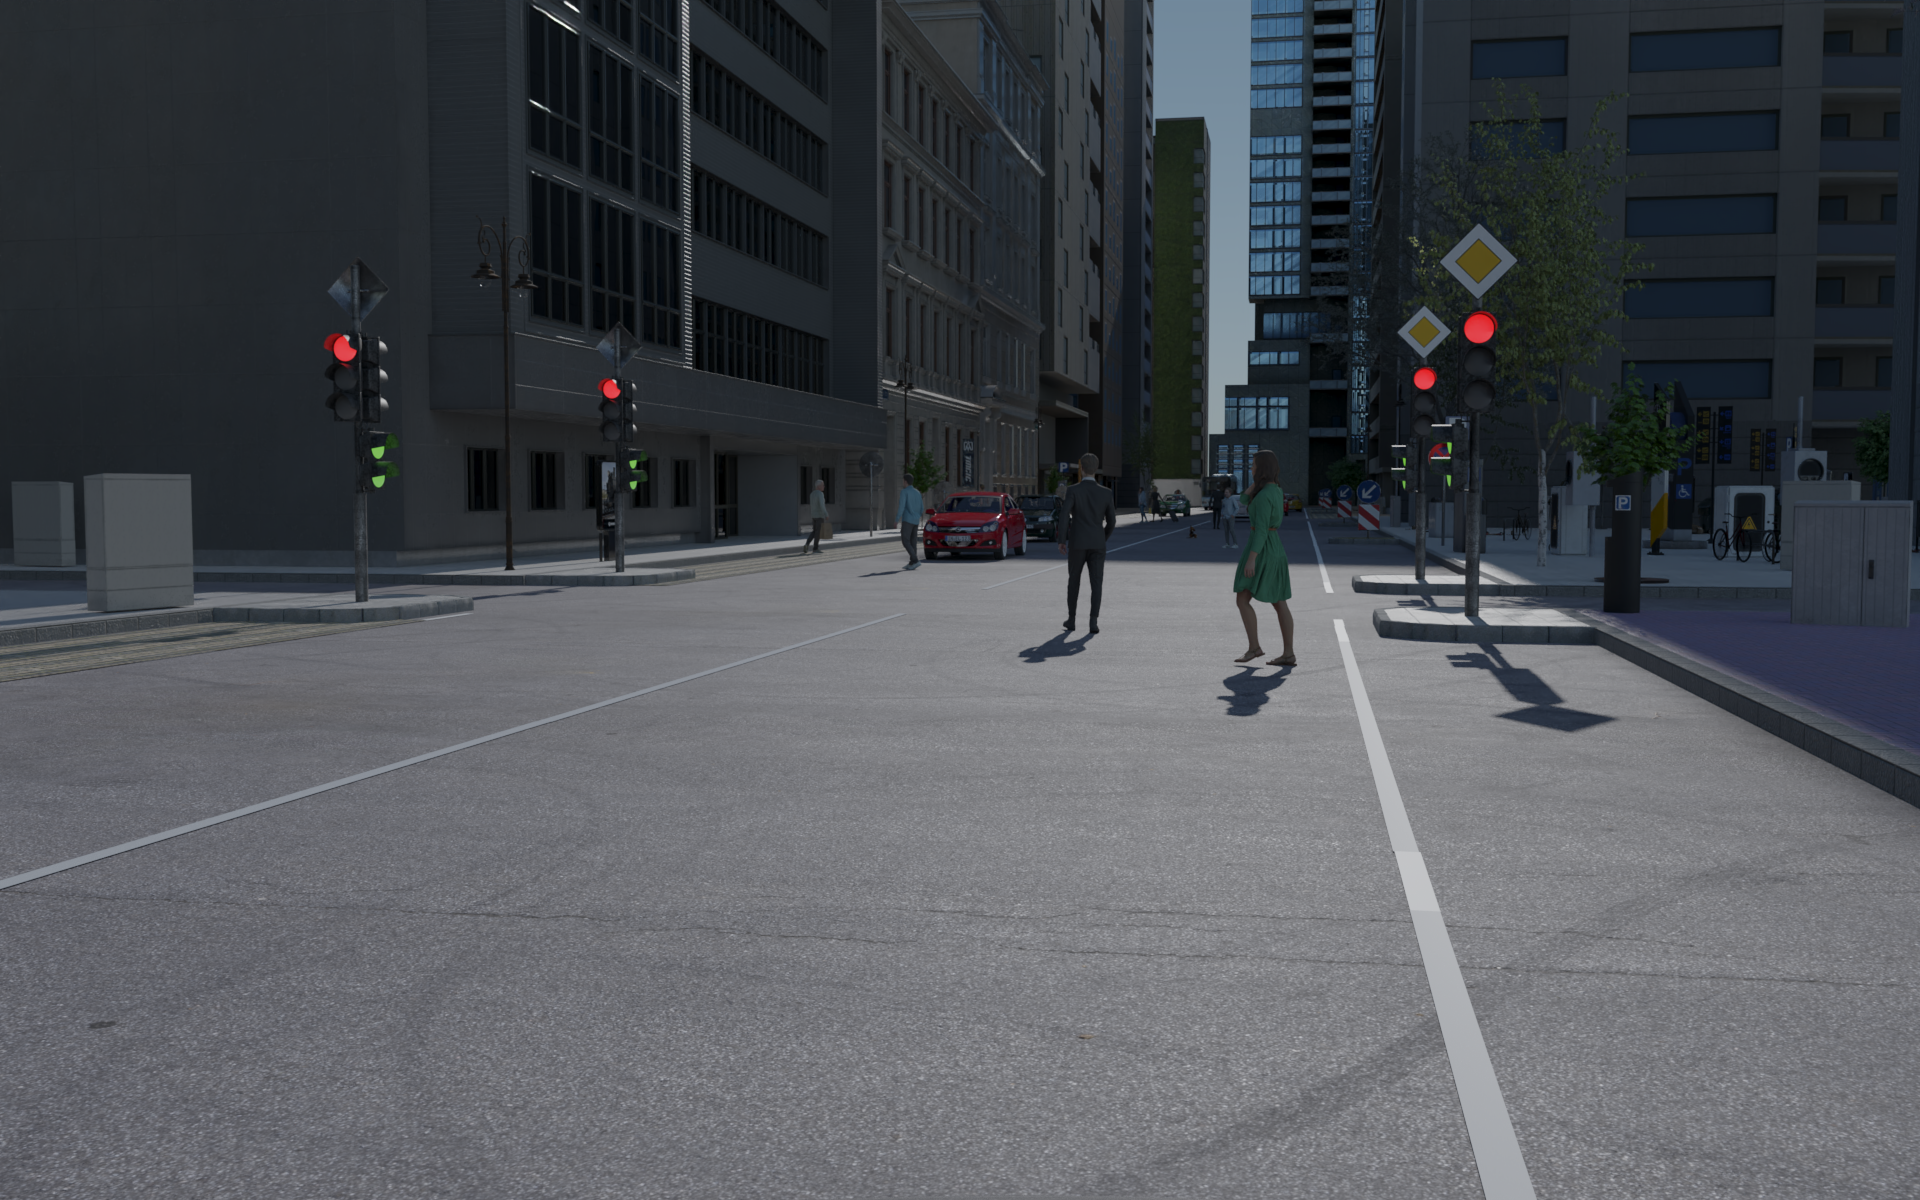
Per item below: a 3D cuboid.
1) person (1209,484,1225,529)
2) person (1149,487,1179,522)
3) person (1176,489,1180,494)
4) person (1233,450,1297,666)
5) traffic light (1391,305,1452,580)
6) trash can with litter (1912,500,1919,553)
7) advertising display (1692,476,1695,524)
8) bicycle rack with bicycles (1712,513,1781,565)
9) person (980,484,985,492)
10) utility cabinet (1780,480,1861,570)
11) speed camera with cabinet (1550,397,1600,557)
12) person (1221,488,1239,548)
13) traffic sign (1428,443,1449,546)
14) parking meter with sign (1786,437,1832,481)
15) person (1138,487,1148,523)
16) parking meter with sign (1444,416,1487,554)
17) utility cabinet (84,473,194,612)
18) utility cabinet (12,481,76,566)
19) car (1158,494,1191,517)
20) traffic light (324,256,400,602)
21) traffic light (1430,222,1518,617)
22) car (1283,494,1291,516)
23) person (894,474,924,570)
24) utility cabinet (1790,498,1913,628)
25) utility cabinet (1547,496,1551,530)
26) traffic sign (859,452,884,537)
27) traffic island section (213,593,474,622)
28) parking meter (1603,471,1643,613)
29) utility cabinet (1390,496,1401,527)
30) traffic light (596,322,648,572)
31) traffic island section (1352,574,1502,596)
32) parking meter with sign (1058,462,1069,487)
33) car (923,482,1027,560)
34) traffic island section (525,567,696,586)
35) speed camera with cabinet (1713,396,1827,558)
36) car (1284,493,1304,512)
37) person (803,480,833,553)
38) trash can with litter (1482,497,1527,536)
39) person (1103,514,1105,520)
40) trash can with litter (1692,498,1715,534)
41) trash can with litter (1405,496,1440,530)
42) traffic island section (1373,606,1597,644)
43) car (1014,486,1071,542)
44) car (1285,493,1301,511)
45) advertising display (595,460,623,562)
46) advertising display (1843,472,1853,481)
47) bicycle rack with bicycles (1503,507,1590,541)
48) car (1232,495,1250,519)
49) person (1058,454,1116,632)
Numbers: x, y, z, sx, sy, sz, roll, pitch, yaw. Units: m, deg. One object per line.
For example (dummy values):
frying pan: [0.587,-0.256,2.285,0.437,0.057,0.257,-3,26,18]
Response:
person: [10.472,-3.809,70.554,0.659,1.850,0.755,1,4,11]
person: [10.308,-4.856,88.110,1.509,1.804,0.699,2,4,32]
person: [18.235,-8.356,145.051,1.348,1.831,0.705,3,4,38]
person: [2.549,-0.347,14.424,0.529,1.795,0.600,1,4,14]
traffic light: [6.902,-2.264,25.936,0.839,4.253,0.868,1,4,11]
trash can with litter: [20.999,-1.654,38.099,1.678,1.210,2.233,-2,4,-28]
advertising display: [26.332,-3.519,62.747,0.123,1.923,0.974,0,4,-3]
bicycle rack with bicycles: [15.615,-1.150,32.177,2.852,0.926,2.925,0,4,6]
person: [0.759,-2.982,57.590,0.374,1.781,0.599,2,4,33]
utility cabinet: [14.252,-1.224,28.698,0.318,1.500,1.173,-2,4,-34]
speed camera with cabinet: [12.780,-2.547,35.987,0.660,3.252,2.038,0,4,7]
person: [7.117,-2.176,45.883,0.330,1.601,0.589,-2,4,-32]
traffic sign: [11.957,-2.611,42.801,0.768,2.556,0.104,1,4,15]
parking meter with sign: [26.141,-3.456,52.774,1.738,3.016,0.543,0,4,8]
person: [9.156,-4.767,86.704,0.793,1.790,0.793,-3,5,-41]
parking meter with sign: [11.147,-2.555,38.041,0.543,3.016,1.738,0,4,-2]
utility cabinet: [-9.075,-0.641,19.157,0.318,1.500,1.173,1,4,23]
utility cabinet: [-16.175,-1.340,30.592,1.173,1.500,0.318,1,4,23]
car: [13.838,-6.103,111.581,2.131,1.459,4.920,1,4,12]
traffic light: [-7.114,-1.933,20.526,0.839,4.253,0.868,1,4,11]
traffic light: [5.363,-1.785,18.101,0.839,4.253,0.868,1,4,11]
car: [20.754,-6.432,114.210,2.155,1.783,4.494,1,4,10]
person: [-0.926,-1.499,33.020,0.620,1.820,0.660,2,4,35]
utility cabinet: [8.734,-0.356,16.978,1.020,1.237,0.306,2,4,33]
utility cabinet: [21.138,-3.060,61.191,1.020,1.237,0.306,1,4,20]
traffic sign: [-2.673,-3.177,52.048,0.768,2.556,0.104,1,4,13]
traffic island section: [-7.152,0.099,20.668,2.009,0.180,2.903,1,4,11]
parking meter: [7.183,-0.633,18.759,0.372,1.533,0.369,0,3,0]
utility cabinet: [16.952,-3.440,67.407,0.306,1.237,1.020,0,4,7]
traffic light: [-5.575,-2.412,28.362,0.839,4.253,0.868,1,4,11]
traffic island section: [6.939,-0.230,26.043,2.009,0.180,2.903,1,4,11]
parking meter with sign: [5.551,-5.998,94.335,0.543,3.016,1.738,1,4,10]
car: [0.372,-1.842,39.165,2.155,1.783,4.494,1,4,11]
traffic island section: [-5.613,-0.381,28.504,2.009,0.180,2.903,1,4,11]
speed camera with cabinet: [16.367,-2.485,34.970,2.038,3.252,0.660,0,4,-3]
car: [26.478,-7.842,138.433,2.015,1.641,3.980,1,4,10]
person: [-3.403,-1.992,41.561,0.515,1.767,0.782,-2,4,-35]
trash can with litter: [16.549,-2.620,53.897,2.233,1.210,1.678,0,4,6]
person: [7.725,-5.267,94.428,0.447,1.846,0.655,0,4,5]
trash can with litter: [23.800,-2.691,55.383,1.055,1.170,0.624,-2,4,-33]
trash can with litter: [16.894,-3.159,62.711,2.233,1.210,1.678,-2,4,-26]
traffic island section: [5.400,0.249,18.207,2.009,0.180,2.903,1,4,11]
car: [2.322,-2.633,52.835,2.009,1.686,4.222,1,4,12]
car: [27.329,-8.269,144.244,2.155,1.783,4.494,1,4,10]
advertising display: [-6.710,-1.711,33.190,0.123,1.923,0.974,1,4,13]
advertising display: [25.821,-2.765,50.419,0.123,1.923,0.974,1,4,20]
bicycle rack with bicycles: [16.274,-2.114,47.940,2.852,0.926,2.925,2,4,27]
car: [14.719,-4.762,90.228,2.083,1.381,4.827,1,4,11]
person: [1.288,-0.597,18.032,0.659,1.850,0.755,0,4,-8]
